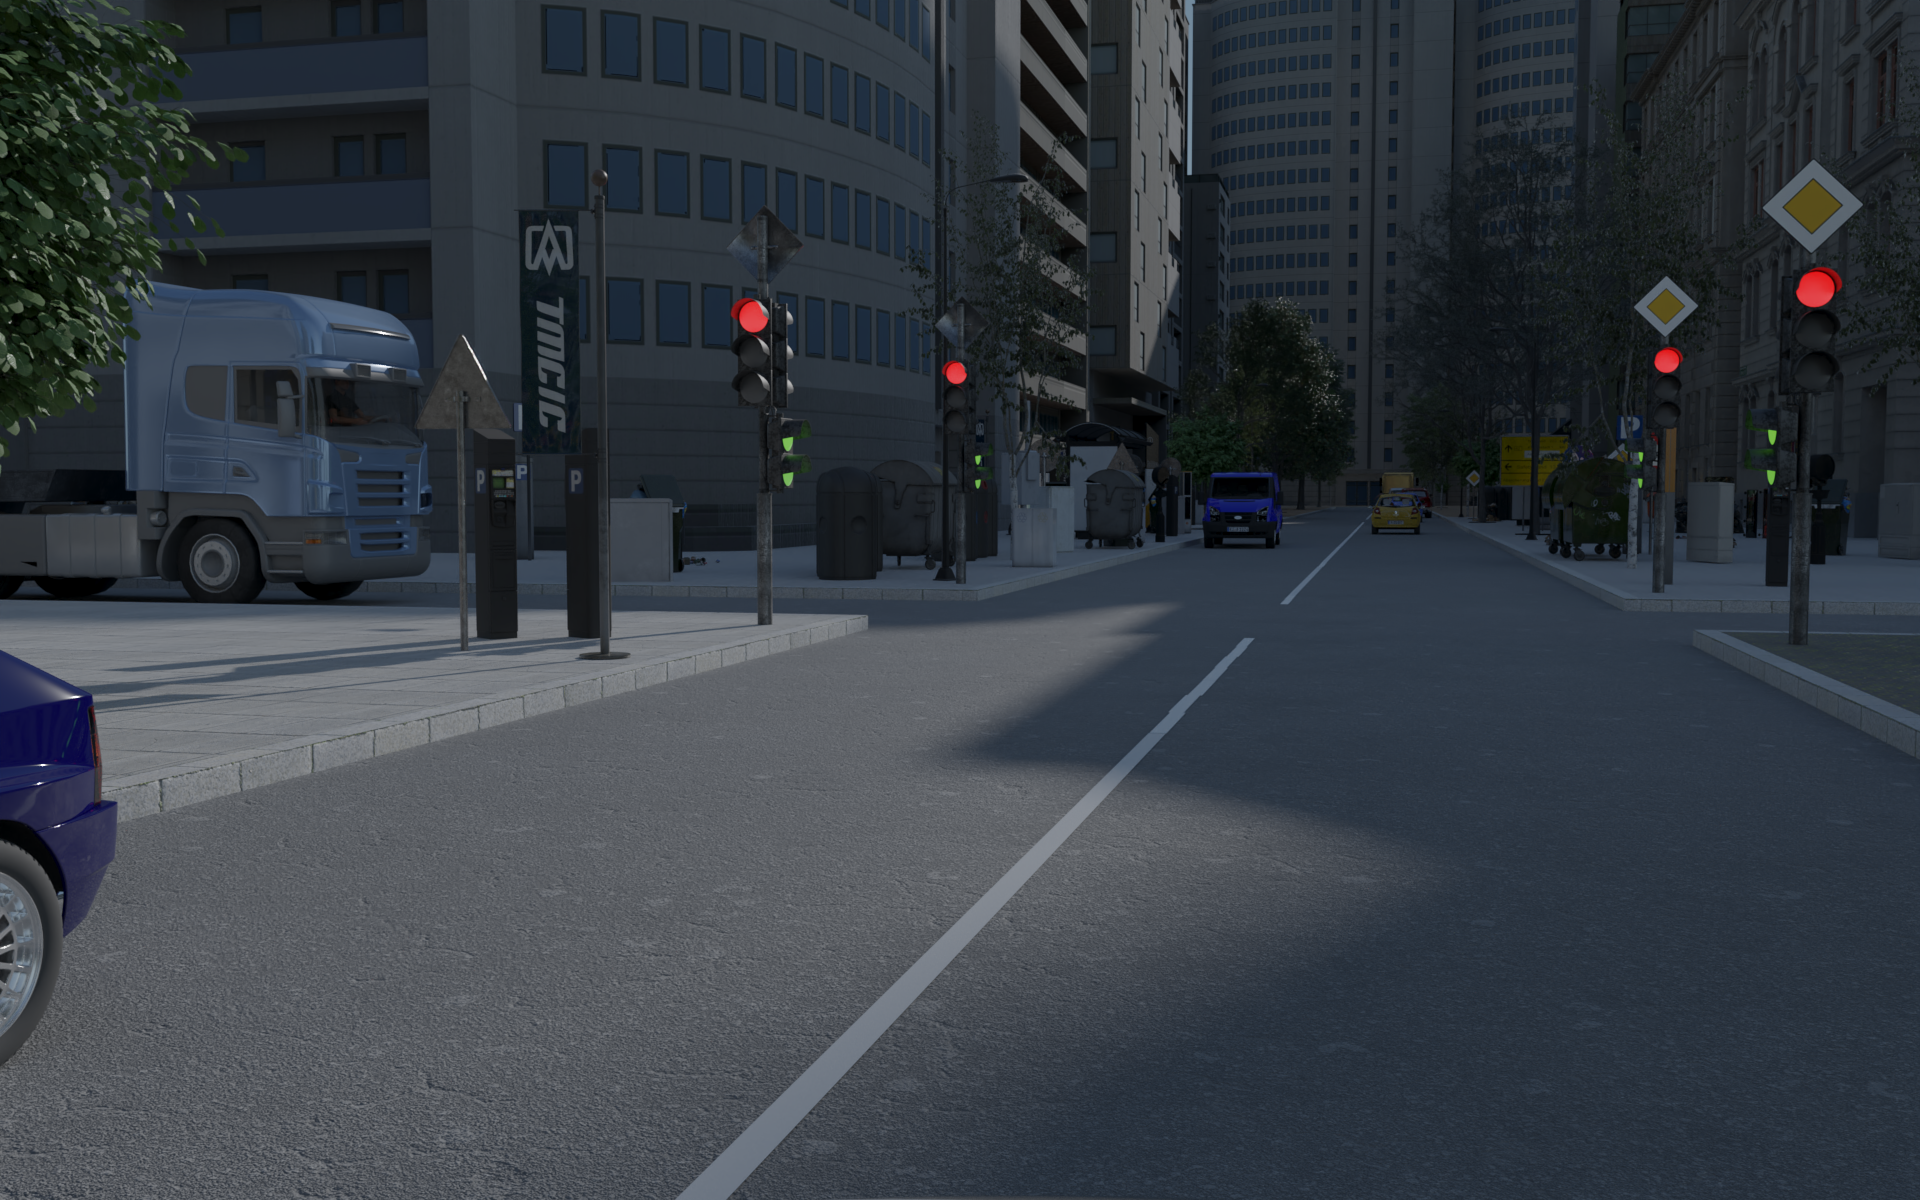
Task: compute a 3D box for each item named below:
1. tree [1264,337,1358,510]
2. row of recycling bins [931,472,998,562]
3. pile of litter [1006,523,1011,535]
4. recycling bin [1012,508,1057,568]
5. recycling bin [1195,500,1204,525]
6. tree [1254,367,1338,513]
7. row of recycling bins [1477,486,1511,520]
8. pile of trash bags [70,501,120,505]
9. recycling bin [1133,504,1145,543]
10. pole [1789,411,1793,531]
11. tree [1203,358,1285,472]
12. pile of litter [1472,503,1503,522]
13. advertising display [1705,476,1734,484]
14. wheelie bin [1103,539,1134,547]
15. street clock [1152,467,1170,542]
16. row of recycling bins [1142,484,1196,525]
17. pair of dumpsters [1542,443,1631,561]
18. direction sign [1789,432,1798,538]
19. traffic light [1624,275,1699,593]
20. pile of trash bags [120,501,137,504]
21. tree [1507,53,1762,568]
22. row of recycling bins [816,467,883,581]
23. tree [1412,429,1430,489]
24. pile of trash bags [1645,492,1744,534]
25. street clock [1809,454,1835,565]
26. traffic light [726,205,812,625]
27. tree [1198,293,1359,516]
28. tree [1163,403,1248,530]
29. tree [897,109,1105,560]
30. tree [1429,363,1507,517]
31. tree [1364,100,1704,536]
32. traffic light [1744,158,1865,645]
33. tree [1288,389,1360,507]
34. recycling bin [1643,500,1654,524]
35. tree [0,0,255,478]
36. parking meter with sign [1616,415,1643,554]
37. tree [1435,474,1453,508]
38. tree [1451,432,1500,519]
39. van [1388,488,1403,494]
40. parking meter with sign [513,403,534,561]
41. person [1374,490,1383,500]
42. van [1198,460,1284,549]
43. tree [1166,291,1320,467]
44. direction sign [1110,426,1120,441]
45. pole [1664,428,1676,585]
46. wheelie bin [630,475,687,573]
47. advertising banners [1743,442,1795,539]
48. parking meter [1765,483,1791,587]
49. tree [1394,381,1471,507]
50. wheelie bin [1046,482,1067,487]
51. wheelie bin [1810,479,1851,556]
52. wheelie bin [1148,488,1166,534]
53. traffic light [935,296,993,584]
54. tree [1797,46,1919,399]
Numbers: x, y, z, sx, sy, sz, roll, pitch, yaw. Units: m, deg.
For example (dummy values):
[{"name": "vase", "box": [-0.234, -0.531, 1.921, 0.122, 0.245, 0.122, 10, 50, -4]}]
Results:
[{"name": "tree", "box": [28.018, -14.399, 142.073, 9.857, 13.997, 8.962, 0, 3, 0]}, {"name": "row of recycling bins", "box": [0.071, -1.674, 34.486, 1.069, 1.692, 3.534, 1, 4, 10]}, {"name": "pile of litter", "box": [2.219, -2.474, 54.422, 1.719, 0.858, 1.176, -1, 4, -13]}, {"name": "recycling bin", "box": [1.317, -1.103, 30.593, 0.722, 1.027, 0.722, 1, 4, 9]}, {"name": "recycling bin", "box": [9.909, -3.702, 73.081, 0.722, 1.027, 0.722, 1, 4, 9]}, {"name": "tree", "box": [21.886, -11.792, 118.557, 9.928, 11.665, 9.643, 0, 3, 0]}, {"name": "row of recycling bins", "box": [26.583, -4.765, 85.023, 3.534, 1.692, 1.069, -3, 5, -44]}, {"name": "pile of trash bags", "box": [-40.953, -4.301, 80.079, 3.447, 1.369, 1.912, 2, 4, 29]}, {"name": "recycling bin", "box": [4.401, -2.007, 45.371, 0.722, 1.027, 0.722, 2, 4, 28]}, {"name": "pole", "box": [20.347, -2.984, 42.632, 0.158, 3.312, 0.155, 0, 3, 0]}, {"name": "tree", "box": [14.862, -8.538, 89.957, 4.737, 8.622, 4.395, 0, 3, 0]}, {"name": "pile of litter", "box": [24.817, -4.127, 81.447, 1.176, 0.858, 1.719, -1, 4, -8]}, {"name": "advertising display", "box": [27.741, -3.555, 63.339, 0.974, 1.923, 0.123, 1, 4, 20]}, {"name": "wheelie bin", "box": [3.822, -2.110, 42.412, 0.980, 1.594, 0.693, -2, 4, -25]}, {"name": "street clock", "box": [5.324, -2.535, 46.022, 0.471, 2.002, 0.358, -3, 5, -41]}, {"name": "row of recycling bins", "box": [8.007, -3.961, 71.878, 3.534, 1.692, 1.069, 1, 4, 12]}, {"name": "pair of dumpsters", "box": [12.703, -1.978, 34.840, 1.574, 2.255, 4.437, 1, 4, 14]}, {"name": "direction sign", "box": [24.255, -3.556, 50.141, 0.379, 3.537, 0.876, 1, 4, 15]}, {"name": "traffic light", "box": [9.070, -2.049, 22.428, 0.839, 4.253, 0.868, 1, 4, 14]}, {"name": "pile of trash bags", "box": [-40.835, -4.811, 88.404, 3.447, 1.369, 1.912, 2, 4, 29]}, {"name": "tree", "box": [11.669, -4.864, 29.892, 4.360, 8.622, 3.978, 0, 3, 0]}, {"name": "row of recycling bins", "box": [-1.749, -1.240, 27.386, 1.069, 1.692, 3.534, 0, 4, 0]}, {"name": "tree", "box": [39.781, -11.799, 143.280, 4.360, 8.622, 3.978, 0, 3, 0]}, {"name": "pile of trash bags", "box": [24.225, -2.914, 57.391, 1.912, 1.369, 3.447, -2, 4, -31]}, {"name": "street clock", "box": [15.649, -1.650, 31.547, 0.471, 2.002, 0.358, -1, 4, -19]}, {"name": "traffic light", "box": [-1.901, -1.712, 16.906, 0.839, 4.253, 0.868, 1, 4, 14]}, {"name": "tree", "box": [17.998, -11.147, 99.262, 9.611, 12.733, 9.660, 0, 3, 0]}, {"name": "tree", "box": [8.980, -4.844, 62.910, 4.285, 4.588, 4.351, 0, 3, 0]}, {"name": "tree", "box": [0.973, -5.065, 33.169, 4.360, 8.622, 3.978, 0, 3, 0]}, {"name": "tree", "box": [29.133, -9.047, 98.288, 4.360, 8.622, 3.978, 0, 3, 0]}, {"name": "tree", "box": [17.954, -8.781, 53.939, 12.009, 13.543, 11.850, 0, 3, 0]}, {"name": "traffic light", "box": [7.139, -1.575, 14.679, 0.839, 4.253, 0.868, 1, 4, 14]}, {"name": "tree", "box": [34.552, -15.211, 166.829, 7.486, 12.596, 7.792, 0, 3, 0]}, {"name": "recycling bin", "box": [30.329, -3.856, 75.601, 0.722, 1.027, 0.722, -1, 4, -22]}, {"name": "tree", "box": [-5.366, -1.525, 8.653, 4.285, 4.588, 4.351, 0, 3, 0]}, {"name": "parking meter with sign", "box": [14.576, -2.530, 37.623, 0.543, 3.016, 1.738, 1, 4, 17]}, {"name": "tree", "box": [44.540, -10.124, 160.126, 1.663, 3.219, 1.824, 0, 3, 0]}, {"name": "tree", "box": [26.907, -6.448, 89.131, 4.285, 4.588, 4.351, 0, 3, 0]}, {"name": "van", "box": [29.949, -6.801, 118.214, 2.013, 2.044, 4.112, 1, 4, 13]}, {"name": "parking meter with sign", "box": [-8.636, -2.310, 34.033, 0.543, 3.016, 1.738, -2, 4, -25]}, {"name": "person", "box": [34.940, -8.240, 143.938, 1.217, 1.736, 0.721, -1, 4, -18]}, {"name": "van", "box": [7.766, -2.629, 47.376, 2.240, 2.365, 5.245, 1, 4, 13]}, {"name": "tree", "box": [12.954, -8.869, 79.422, 7.601, 10.594, 8.767, 1, 4, 9]}, {"name": "direction sign", "box": [5.165, -4.020, 57.726, 0.379, 3.537, 0.876, -1, 4, -16]}, {"name": "pole", "box": [10.024, -1.876, 24.510, 0.158, 3.312, 0.155, 0, 3, 0]}, {"name": "wheelie bin", "box": [-4.960, -1.245, 28.270, 0.980, 1.594, 0.693, -3, 5, -42]}, {"name": "advertising banners", "box": [23.255, -3.277, 49.768, 0.090, 3.025, 2.074, -1, 4, -12]}, {"name": "parking meter", "box": [11.364, -1.122, 24.053, 0.255, 1.863, 0.399, 1, 4, 19]}, {"name": "tree", "box": [46.566, -15.406, 170.016, 7.486, 12.596, 7.792, 0, 3, 0]}, {"name": "wheelie bin", "box": [2.528, -2.312, 45.710, 0.980, 1.594, 0.693, 0, 4, -7]}, {"name": "wheelie bin", "box": [18.228, -1.739, 36.346, 0.980, 1.594, 0.693, 3, 5, 45]}, {"name": "wheelie bin", "box": [6.537, -2.967, 56.410, 0.693, 1.594, 0.980, 1, 4, 22]}, {"name": "traffic light", "box": [0.030, -2.186, 24.655, 0.839, 4.253, 0.868, 1, 4, 14]}, {"name": "tree", "box": [15.726, -4.712, 27.400, 4.360, 8.622, 3.978, 0, 3, 0]}]
